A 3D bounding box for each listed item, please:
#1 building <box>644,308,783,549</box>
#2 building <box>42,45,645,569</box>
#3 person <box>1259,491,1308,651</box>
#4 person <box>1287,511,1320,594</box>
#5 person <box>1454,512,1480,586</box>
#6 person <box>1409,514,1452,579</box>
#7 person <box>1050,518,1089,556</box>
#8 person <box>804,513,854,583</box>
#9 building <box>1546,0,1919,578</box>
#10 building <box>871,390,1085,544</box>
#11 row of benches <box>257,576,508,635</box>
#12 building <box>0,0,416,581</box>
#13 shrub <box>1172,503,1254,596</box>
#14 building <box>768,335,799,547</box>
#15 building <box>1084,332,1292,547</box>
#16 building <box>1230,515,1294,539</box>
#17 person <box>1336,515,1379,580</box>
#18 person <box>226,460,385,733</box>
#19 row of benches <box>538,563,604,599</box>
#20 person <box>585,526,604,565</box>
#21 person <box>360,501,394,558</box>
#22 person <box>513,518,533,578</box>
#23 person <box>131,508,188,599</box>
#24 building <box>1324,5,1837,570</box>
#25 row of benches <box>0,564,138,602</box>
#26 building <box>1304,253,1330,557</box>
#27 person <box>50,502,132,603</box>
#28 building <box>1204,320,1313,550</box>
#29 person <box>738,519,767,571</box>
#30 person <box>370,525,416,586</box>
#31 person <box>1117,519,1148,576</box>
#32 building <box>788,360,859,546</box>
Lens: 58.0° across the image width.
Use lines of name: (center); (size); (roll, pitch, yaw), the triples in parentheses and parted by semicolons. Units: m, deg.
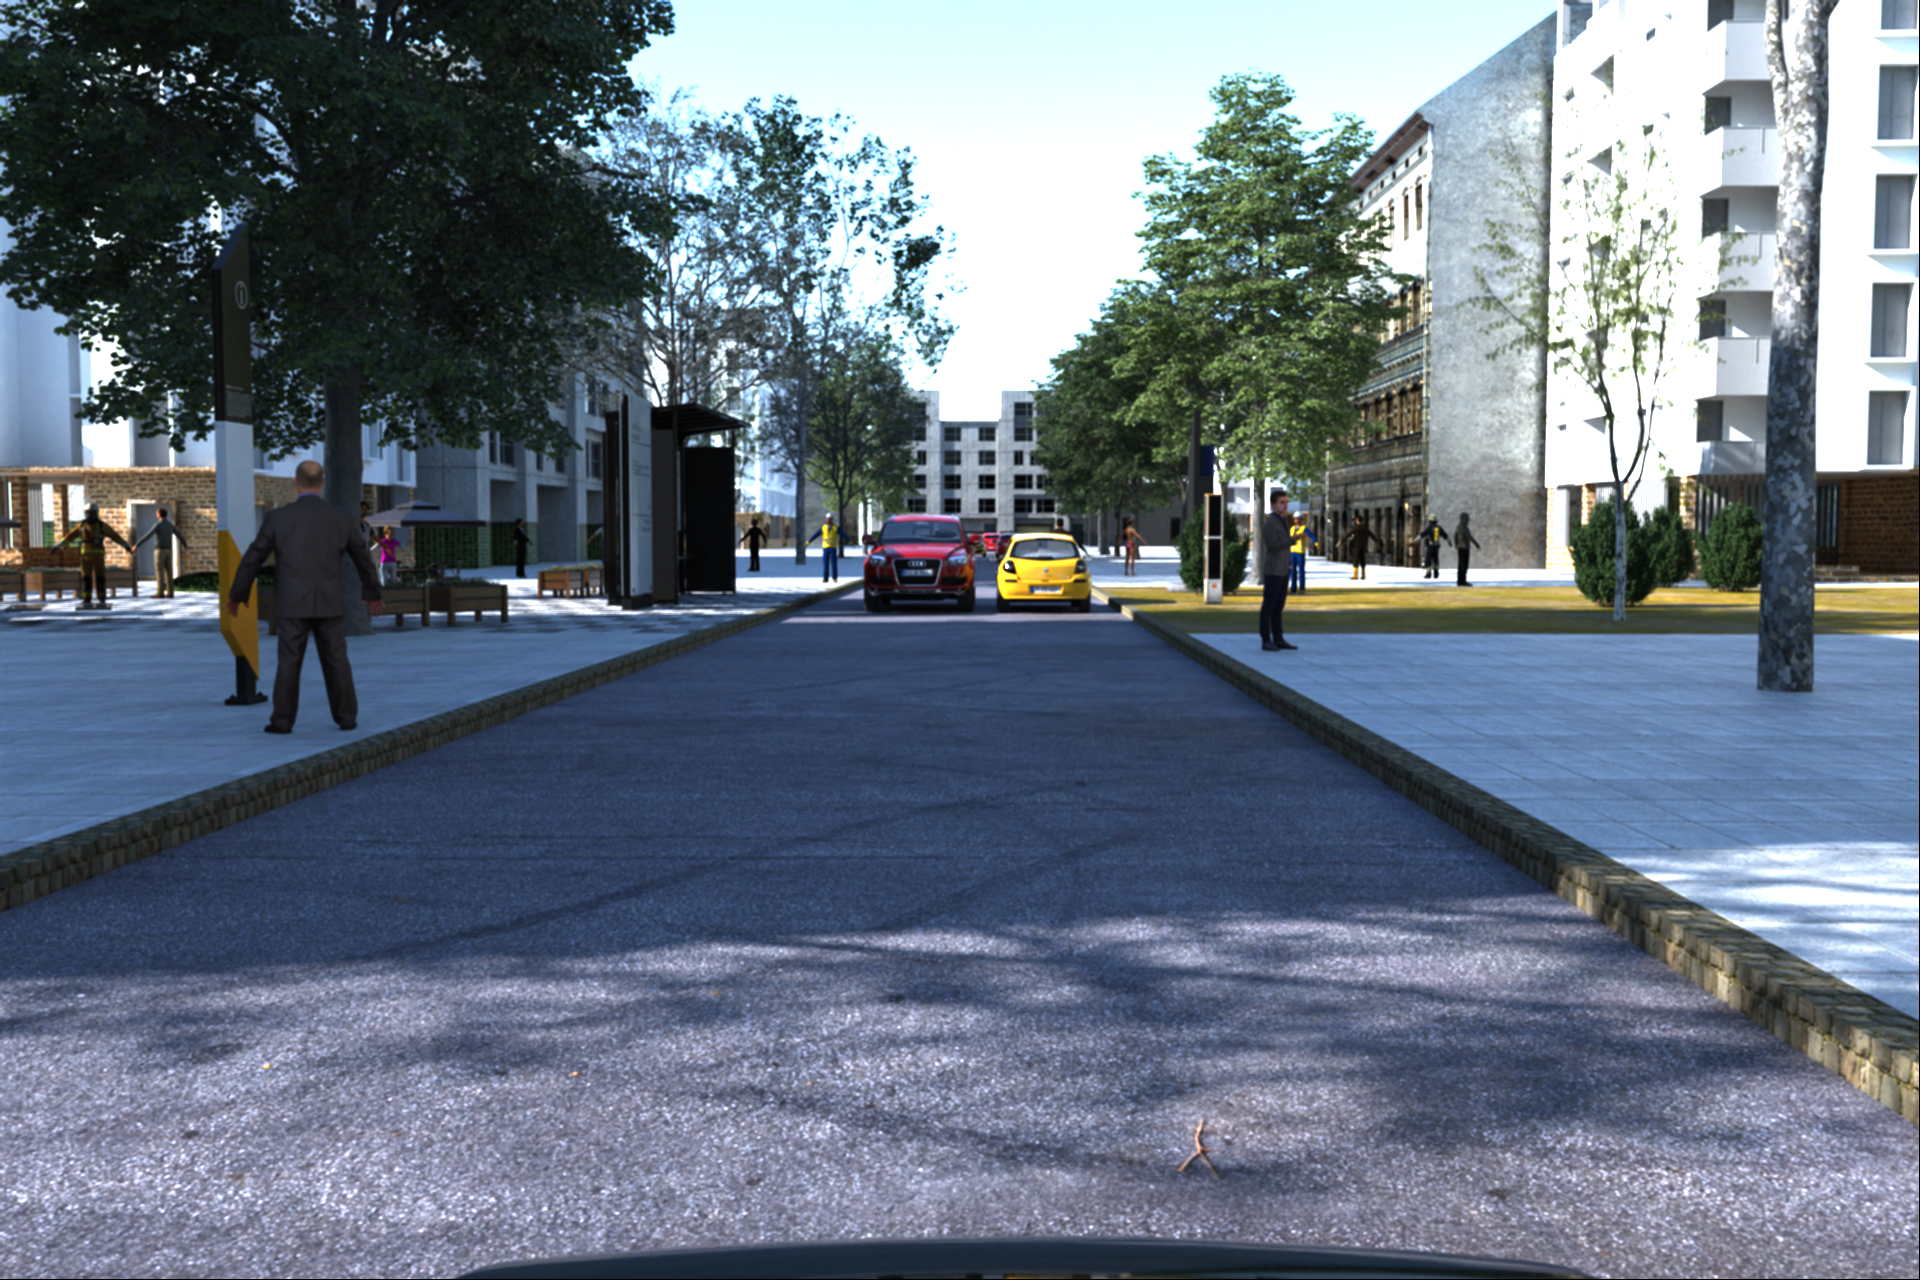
building: (-21.582, -17.711, 146.002); (16.016, 20.090, 11.380); (0, 4, 2)
building: (-25.804, -12.988, 78.806); (16.747, 18.905, 31.486); (0, 4, 1)
person: (3.624, -0.762, 19.028); (0.617, 1.759, 0.750); (-3, 5, -45)
person: (7.261, -1.894, 37.434); (1.216, 1.772, 0.721); (3, 5, 44)
person: (12.429, -2.233, 42.631); (0.705, 1.813, 1.348); (0, 4, -7)
person: (13.622, -2.703, 49.976); (1.354, 1.856, 0.705); (-1, 4, -14)
person: (2.401, -2.012, 41.488); (1.346, 1.812, 0.704); (1, 4, 14)
person: (-3.434, -2.431, 45.711); (1.349, 1.833, 0.705); (0, 4, 8)
building: (25.622, -12.364, 58.577); (16.016, 20.090, 11.380); (0, 4, 1)
building: (4.719, -21.412, 218.995); (31.486, 18.905, 16.747); (0, 4, -1)
row of benches: (-7.857, -0.510, 23.801); (1.422, 0.672, 4.104); (2, 4, 33)
building: (-24.586, -11.748, 48.497); (16.016, 20.090, 11.380); (0, 4, 1)
shrub: (5.286, -1.947, 36.256); (1.690, 2.028, 1.600); (0, 3, 0)
building: (-21.749, -18.937, 166.044); (16.016, 20.090, 11.380); (0, 4, 1)
building: (27.653, -21.254, 191.484); (27.936, 21.610, 32.646); (0, 4, 2)
building: (29.883, -19.186, 170.108); (16.016, 20.090, 11.380); (0, 4, 2)
person: (11.185, -2.595, 48.565); (1.346, 1.812, 0.704); (-1, 4, -17)
person: (-4.260, -0.286, 11.278); (0.990, 1.755, 0.434); (-2, 4, -31)
row of benches: (-7.864, -1.249, 35.885); (1.422, 0.672, 4.104); (0, 4, 4)
person: (-10.427, -2.780, 51.313); (1.347, 1.847, 0.705); (0, 4, -5)
person: (-9.839, -1.369, 28.521); (0.704, 1.843, 1.345); (1, 4, 19)
person: (-12.816, -2.697, 50.820); (0.721, 1.740, 1.216); (0, 4, 8)
person: (-15.871, -1.724, 34.465); (0.705, 1.796, 1.348); (2, 4, 24)
building: (26.137, -14.659, 70.611); (19.493, 23.208, 18.063); (0, 4, 1)
row of benches: (-17.744, -1.129, 33.916); (1.422, 0.672, 4.104); (1, 4, 17)
building: (29.455, -15.912, 91.086); (19.493, 23.208, 18.063); (0, 4, 1)
person: (-15.668, -1.561, 31.286); (1.354, 1.858, 0.705); (-1, 4, -14)
building: (26.536, -18.041, 151.386); (16.016, 20.090, 11.380); (0, 4, 2)
person: (-7.120, -3.281, 59.830); (0.705, 1.806, 1.347); (3, 5, 39)
person: (-10.095, -1.303, 30.568); (0.991, 1.433, 0.599); (-2, 4, -32)
person: (5.290, -2.845, 53.319); (0.721, 1.733, 1.217); (-3, 5, -44)
building: (-21.409, -22.161, 193.253); (19.493, 23.208, 18.063); (0, 4, 2)
